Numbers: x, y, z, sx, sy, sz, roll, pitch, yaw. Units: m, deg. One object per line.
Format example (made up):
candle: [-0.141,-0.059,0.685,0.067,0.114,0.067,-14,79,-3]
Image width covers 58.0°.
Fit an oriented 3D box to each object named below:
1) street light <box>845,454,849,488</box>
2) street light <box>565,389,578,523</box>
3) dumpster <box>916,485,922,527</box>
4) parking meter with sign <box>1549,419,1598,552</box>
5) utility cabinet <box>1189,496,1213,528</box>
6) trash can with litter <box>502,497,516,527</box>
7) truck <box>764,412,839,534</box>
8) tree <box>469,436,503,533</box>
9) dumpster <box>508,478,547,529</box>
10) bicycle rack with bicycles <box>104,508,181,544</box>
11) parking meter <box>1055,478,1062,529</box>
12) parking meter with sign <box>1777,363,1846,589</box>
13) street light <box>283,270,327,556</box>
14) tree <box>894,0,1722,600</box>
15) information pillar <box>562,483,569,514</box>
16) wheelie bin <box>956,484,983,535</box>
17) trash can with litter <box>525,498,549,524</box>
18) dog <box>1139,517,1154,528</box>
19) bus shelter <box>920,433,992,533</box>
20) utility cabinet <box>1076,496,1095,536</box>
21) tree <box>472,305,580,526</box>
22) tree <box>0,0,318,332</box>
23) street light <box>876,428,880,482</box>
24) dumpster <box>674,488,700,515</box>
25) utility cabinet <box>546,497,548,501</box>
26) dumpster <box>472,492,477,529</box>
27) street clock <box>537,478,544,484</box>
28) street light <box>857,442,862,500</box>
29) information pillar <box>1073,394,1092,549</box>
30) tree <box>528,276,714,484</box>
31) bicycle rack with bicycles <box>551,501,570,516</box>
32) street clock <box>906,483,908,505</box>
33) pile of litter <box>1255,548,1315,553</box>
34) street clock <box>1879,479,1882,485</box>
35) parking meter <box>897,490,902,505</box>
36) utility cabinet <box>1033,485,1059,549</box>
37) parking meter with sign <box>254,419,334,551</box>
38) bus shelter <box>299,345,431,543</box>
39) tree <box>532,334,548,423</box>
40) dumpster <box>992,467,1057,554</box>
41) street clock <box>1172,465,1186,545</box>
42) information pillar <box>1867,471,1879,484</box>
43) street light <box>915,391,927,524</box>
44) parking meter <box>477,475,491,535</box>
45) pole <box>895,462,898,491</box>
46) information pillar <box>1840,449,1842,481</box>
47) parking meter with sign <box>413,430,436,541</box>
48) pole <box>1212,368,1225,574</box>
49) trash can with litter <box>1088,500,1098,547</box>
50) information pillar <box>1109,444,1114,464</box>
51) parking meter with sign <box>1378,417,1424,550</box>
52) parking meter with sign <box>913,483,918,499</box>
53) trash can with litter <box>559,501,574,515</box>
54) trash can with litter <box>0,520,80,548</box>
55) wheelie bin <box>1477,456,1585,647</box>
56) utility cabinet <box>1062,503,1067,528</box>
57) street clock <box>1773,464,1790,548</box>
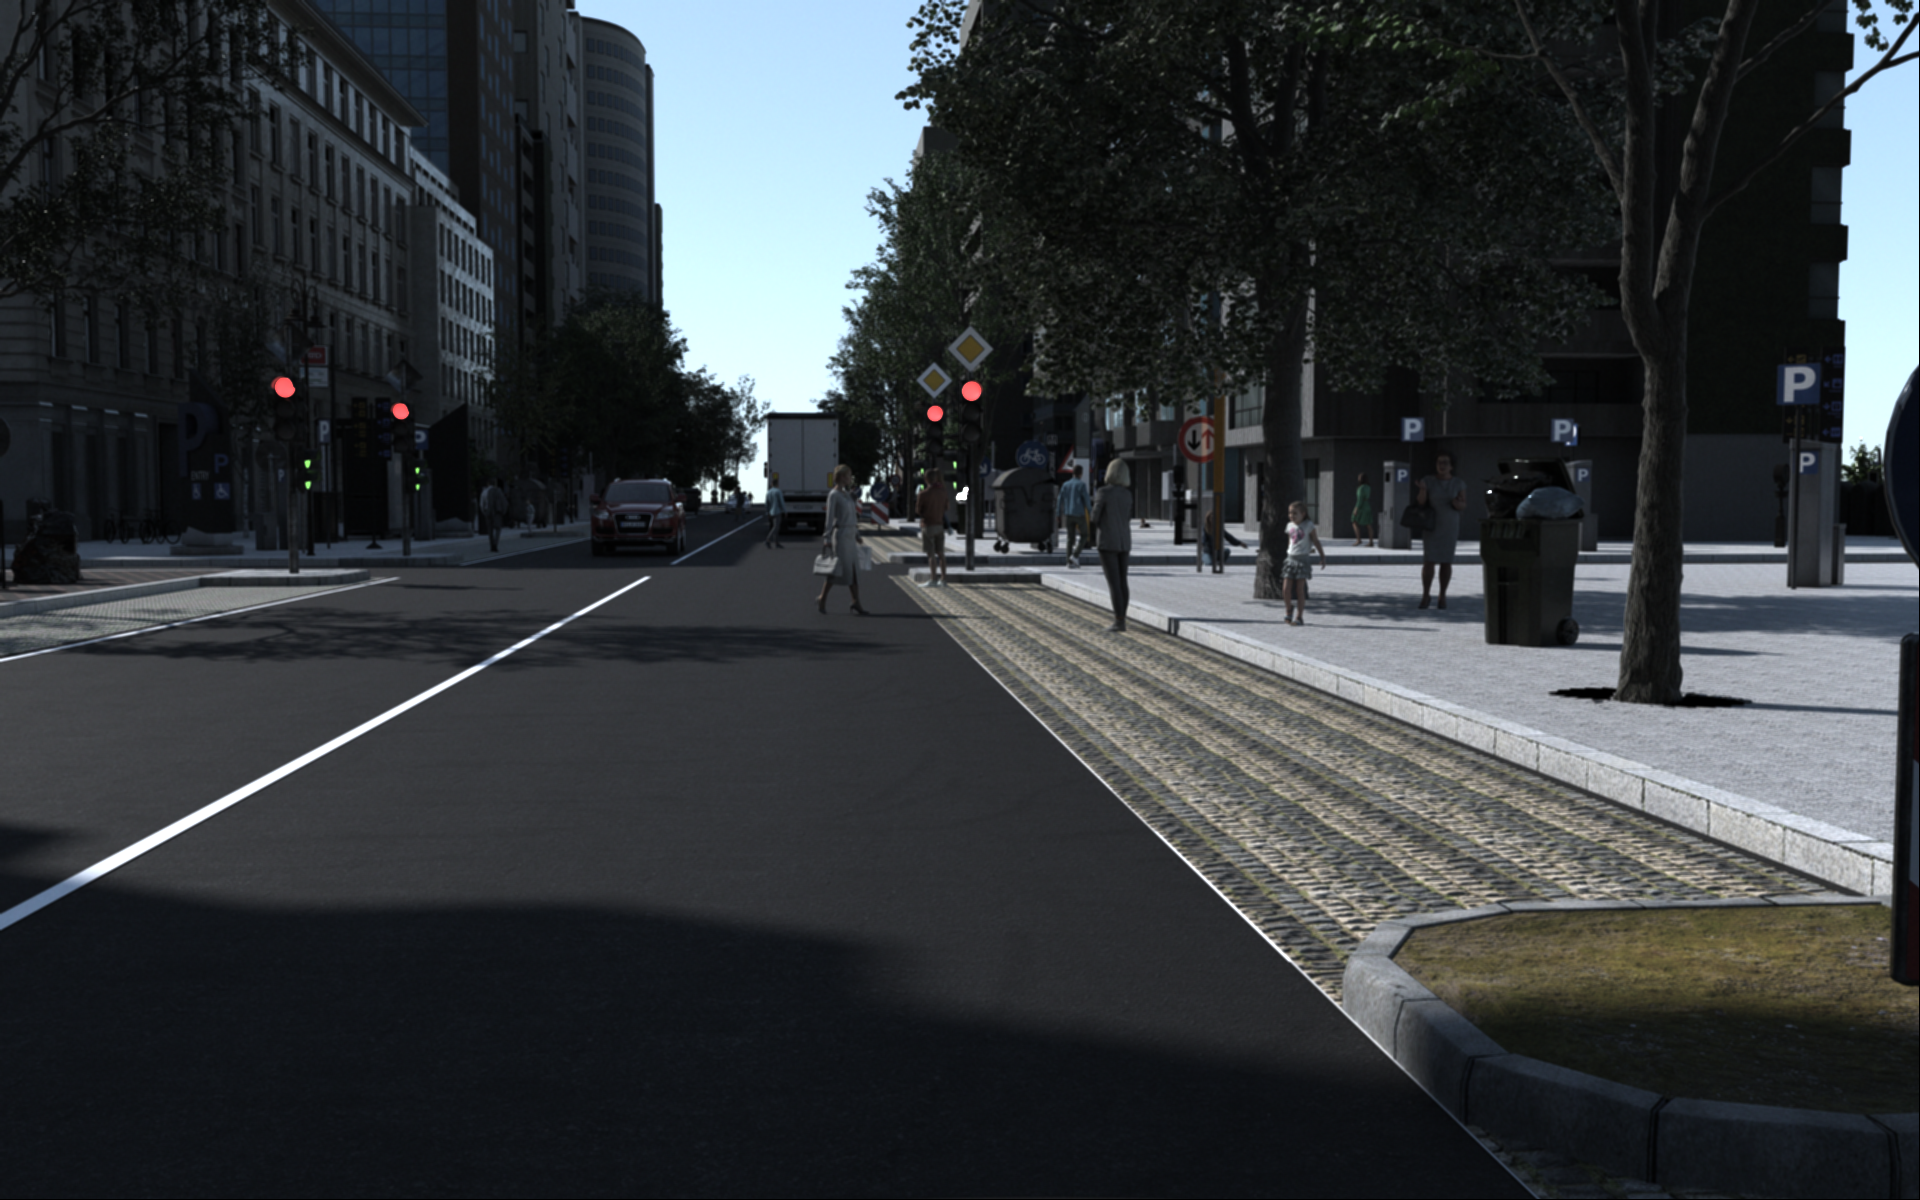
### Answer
street light: [-12.220,-13.147,187.734,0.468,5.910,1.993,0,4,-5]
street light: [-17.139,-6.327,76.242,0.468,5.910,1.993,0,4,-5]
dumpster: [-0.817,-3.743,63.685,1.502,2.255,1.985,0,4,-5]
parking meter with sign: [13.944,-2.628,39.226,0.543,3.016,1.738,0,4,-4]
utility cabinet: [9.146,-3.293,64.997,1.020,1.237,0.306,0,4,-3]
trash can with litter: [-17.702,-3.430,67.460,0.624,1.170,1.055,0,4,5]
truck: [-5.988,-4.665,65.185,2.839,4.237,11.283,0,4,-6]
tree: [-16.290,-3.850,57.547,1.663,3.219,1.824,0,3,0]
dumpster: [-16.153,-3.603,64.671,1.264,1.857,1.865,0,4,-5]
bicycle rack with bicycles: [-20.720,-1.943,45.148,2.852,0.926,2.925,-3,5,-40]
parking meter: [3.565,-3.574,64.143,0.399,1.863,0.255,0,4,5]
parking meter with sign: [11.784,-1.689,23.883,0.543,3.016,1.738,3,5,41]
street light: [-13.541,-3.863,35.945,0.468,5.910,1.993,0,4,-5]
tree: [3.829,-6.984,20.846,9.857,13.997,8.962,0,3,0]
information pillar: [-25.081,-6.454,110.022,0.304,2.012,0.304,-3,5,-43]
wheelie bin: [0.297,-2.866,54.775,0.980,1.594,0.693,3,5,44]
trash can with litter: [-17.996,-3.801,73.529,0.624,1.170,1.055,3,5,40]
dog: [7.088,-2.934,65.706,0.748,0.427,0.550,-1,4,-10]
bus shelter: [-0.197,-4.028,59.785,2.014,3.302,5.546,0,4,-5]
utility cabinet: [3.827,-2.603,53.725,1.020,1.237,0.306,-3,4,-38]
tree: [-17.451,-7.240,68.740,4.737,8.622,4.395,0,3,0]
tree: [-12.274,-5.269,20.566,8.767,10.594,7.601,-2,4,-27]
street light: [-5.187,-8.469,111.260,0.468,5.910,1.993,0,4,-5]
dumpster: [-18.757,-6.736,118.344,1.865,1.857,1.264,0,4,-3]
utility cabinet: [-21.634,-4.878,88.435,1.173,1.500,0.318,-2,4,-35]
dumpster: [-18.003,-3.618,61.652,1.502,2.255,1.985,0,4,-5]
street clock: [-19.250,-4.585,79.527,0.358,2.002,0.471,0,3,0]
street light: [-8.534,-10.682,147.435,0.468,5.910,1.993,0,4,-5]
information pillar: [2.842,-3.000,40.401,0.504,3.616,0.183,-3,5,-43]
tree: [-20.653,-12.004,102.915,9.857,13.997,8.962,0,3,0]
bicycle rack with bicycles: [-24.044,-5.247,99.165,2.925,0.926,2.852,1,4,9]
street clock: [-3.340,-6.471,110.364,0.471,2.002,0.358,-1,4,-20]
pile of litter: [7.128,-1.470,37.995,1.176,0.858,1.719,0,4,-7]
street clock: [33.254,-3.571,62.958,0.358,2.002,0.471,-2,4,-27]
parking meter: [-3.847,-6.220,110.100,0.372,1.533,0.369,0,3,0]
utility cabinet: [1.999,-1.919,40.057,0.318,1.500,1.173,1,4,18]
parking meter with sign: [-15.355,-2.671,39.940,0.543,3.016,1.738,3,5,41]
bus shelter: [-16.887,-4.385,49.324,2.179,5.291,8.768,0,4,-5]
tree: [-18.617,-10.176,92.125,9.928,11.665,9.643,0,3,0]
dumpster: [1.408,-1.962,37.834,1.264,1.857,1.865,0,4,-5]
street clock: [5.498,-2.385,43.572,0.358,2.002,0.471,1,4,14]
information pillar: [29.554,-3.158,56.124,0.304,2.012,0.304,1,4,23]
street light: [-1.576,-6.022,71.246,0.468,5.910,1.993,0,4,-5]
parking meter: [-14.933,-2.974,54.340,0.399,1.863,0.255,-2,4,-31]
pole: [-4.050,-7.168,111.035,0.158,3.312,0.155,0,3,0]
information pillar: [45.940,-6.059,90.425,0.183,3.616,0.504,1,4,21]
parking meter with sign: [-14.775,-3.146,47.695,0.543,3.016,1.738,-1,4,-9]
pole: [4.168,-2.081,27.865,0.158,3.312,0.155,0,3,0]
trash can with litter: [3.492,-1.877,42.078,1.055,1.170,0.624,0,4,-3]
information pillar: [7.095,-5.484,81.014,0.183,3.616,0.504,-1,4,-15]
parking meter with sign: [10.181,-2.691,40.266,0.543,3.016,1.738,0,4,-6]
parking meter with sign: [-2.554,-6.750,106.623,0.543,3.016,1.738,-3,4,-37]
trash can with litter: [-24.825,-5.942,108.209,1.678,1.210,2.233,-2,4,-35]
trash can with litter: [-22.437,-1.858,41.443,2.233,1.210,1.678,-1,4,-15]
wheelie bin: [4.856,-0.417,14.730,0.693,1.594,0.980,-3,4,-37]
utility cabinet: [3.936,-3.450,65.084,1.173,1.500,0.318,2,4,31]
street clock: [19.720,-2.265,41.603,0.471,2.002,0.358,-3,5,-43]
